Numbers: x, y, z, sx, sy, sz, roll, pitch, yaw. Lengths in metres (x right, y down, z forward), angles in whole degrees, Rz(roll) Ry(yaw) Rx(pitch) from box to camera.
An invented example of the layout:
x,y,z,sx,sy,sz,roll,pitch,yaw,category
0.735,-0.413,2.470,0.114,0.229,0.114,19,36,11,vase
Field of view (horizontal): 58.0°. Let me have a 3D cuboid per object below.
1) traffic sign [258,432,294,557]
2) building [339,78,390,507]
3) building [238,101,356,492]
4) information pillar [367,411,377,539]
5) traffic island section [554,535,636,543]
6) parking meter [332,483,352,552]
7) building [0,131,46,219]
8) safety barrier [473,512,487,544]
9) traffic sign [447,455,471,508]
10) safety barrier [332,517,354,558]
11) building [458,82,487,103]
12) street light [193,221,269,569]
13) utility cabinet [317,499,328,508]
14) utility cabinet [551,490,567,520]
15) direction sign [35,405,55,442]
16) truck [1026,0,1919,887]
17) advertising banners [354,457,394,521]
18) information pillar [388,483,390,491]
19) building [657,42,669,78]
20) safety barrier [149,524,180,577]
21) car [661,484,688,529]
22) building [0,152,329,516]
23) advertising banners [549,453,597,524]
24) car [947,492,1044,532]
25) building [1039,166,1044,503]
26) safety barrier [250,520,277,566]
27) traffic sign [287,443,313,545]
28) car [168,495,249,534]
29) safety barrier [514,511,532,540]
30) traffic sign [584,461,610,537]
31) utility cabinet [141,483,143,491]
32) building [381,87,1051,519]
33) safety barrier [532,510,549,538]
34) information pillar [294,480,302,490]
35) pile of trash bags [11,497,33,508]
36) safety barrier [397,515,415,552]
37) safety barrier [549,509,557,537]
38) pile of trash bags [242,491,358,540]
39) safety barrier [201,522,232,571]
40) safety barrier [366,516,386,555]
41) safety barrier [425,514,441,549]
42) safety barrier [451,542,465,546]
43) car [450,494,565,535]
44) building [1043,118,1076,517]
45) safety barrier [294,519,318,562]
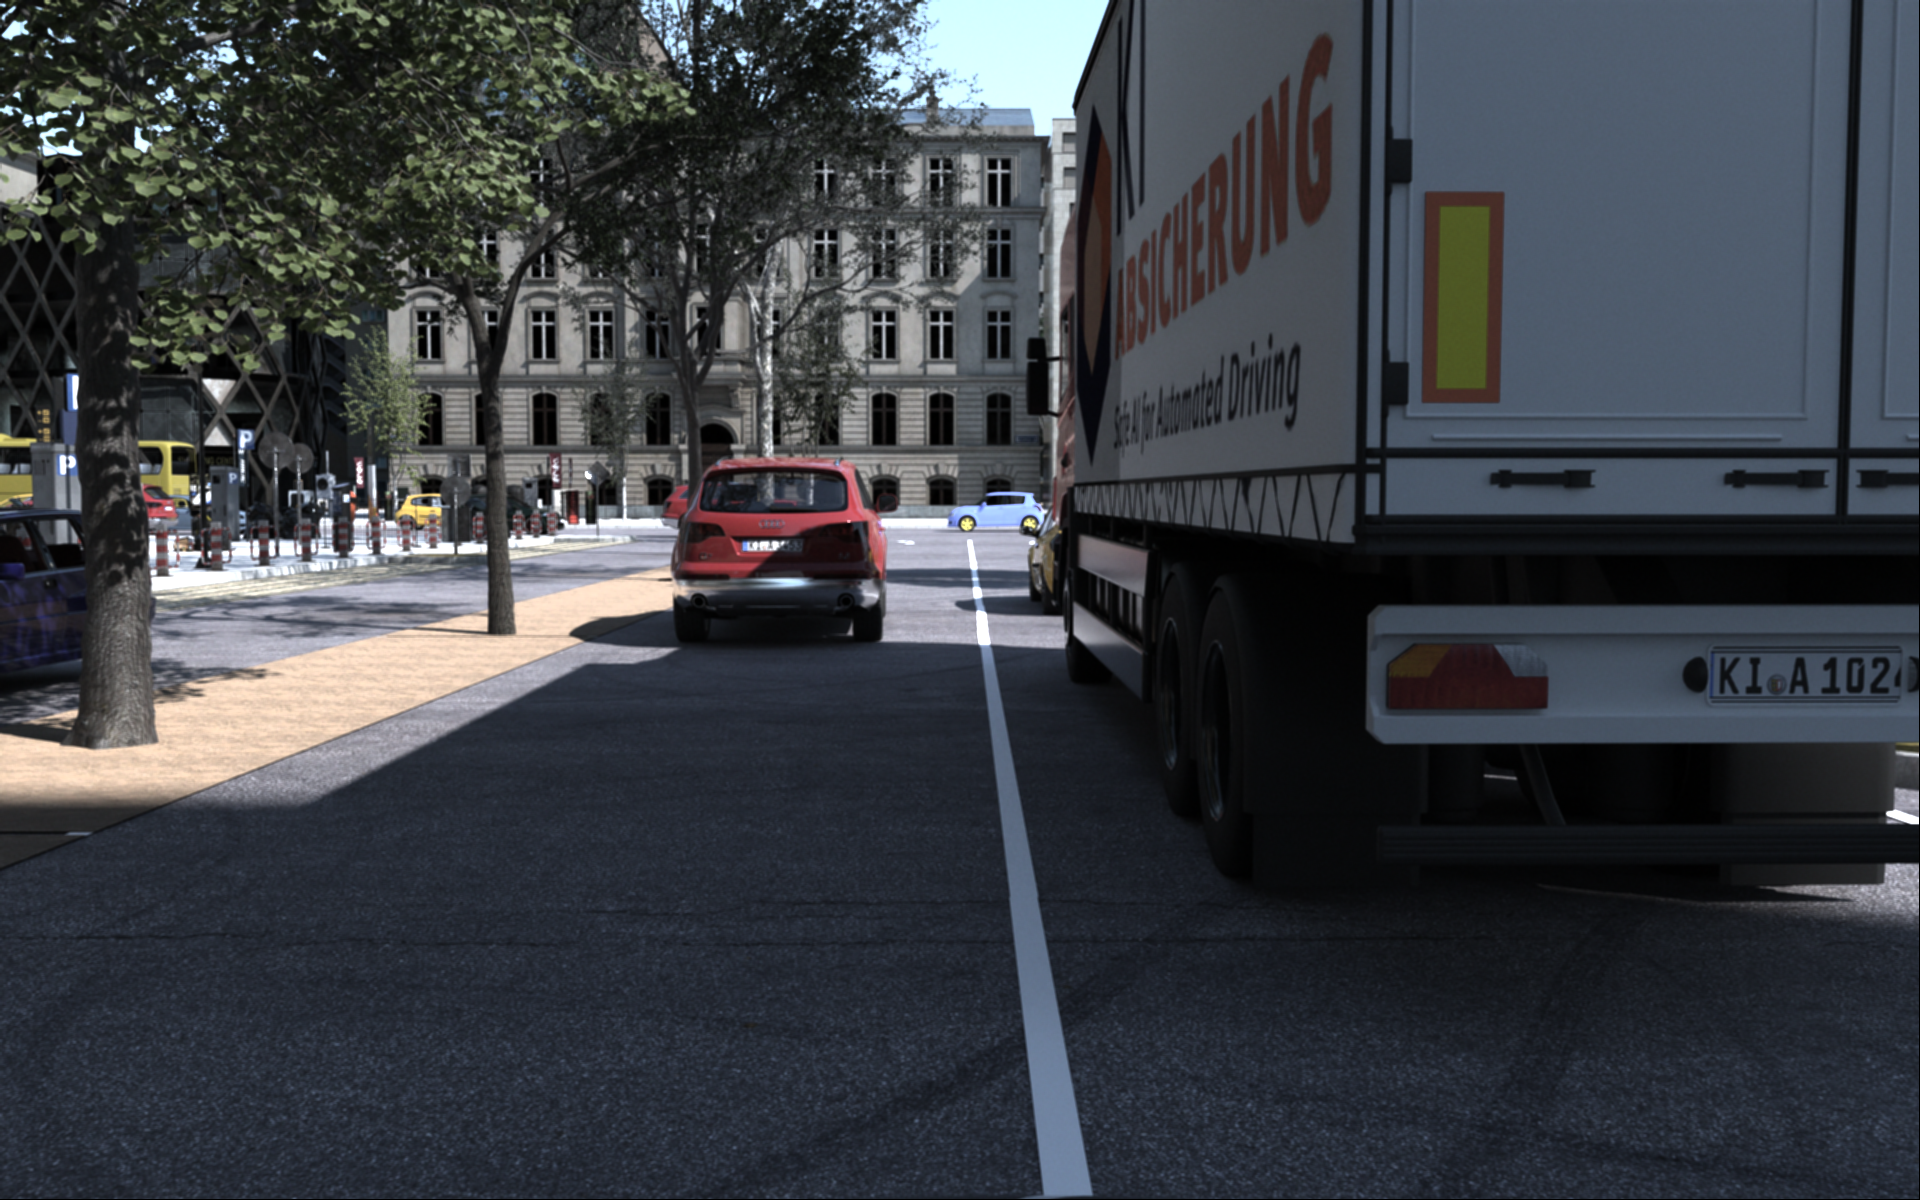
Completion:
x,y,z,sx,sy,sz,roll,pitch,yaw,category
-13.973,-2.157,35.380,0.768,2.556,0.104,0,4,7,traffic sign
-52.491,-34.470,187.283,21.600,48.544,21.300,0,3,0,building
-70.694,-32.998,189.622,14.200,45.320,14.600,0,3,0,building
-16.746,-3.545,49.314,0.183,3.616,0.504,-3,4,-36,information pillar
-10.940,-1.832,52.231,2.009,0.180,2.903,0,3,0,traffic island section
-13.614,-1.819,38.147,0.372,1.533,0.369,0,3,0,parking meter
-67.574,-15.983,94.606,30.059,22.955,16.112,0,3,0,building
-12.332,-1.847,44.477,0.300,0.817,1.120,0,3,0,safety barrier
-12.962,-2.613,44.848,0.606,2.300,0.079,0,4,2,traffic sign
-12.345,-1.248,34.673,0.300,0.817,1.120,0,3,0,safety barrier
-34.705,-30.508,148.912,14.600,45.320,14.200,0,3,0,building
-12.447,-3.490,29.608,1.470,5.913,1.316,0,3,0,street light
-46.785,-7.073,126.800,1.020,1.237,0.306,-2,4,-30,utility cabinet
-19.542,-4.696,85.453,1.173,1.500,0.318,-3,5,-42,utility cabinet
-23.114,-3.200,44.323,0.876,3.537,0.379,-3,5,-39,direction sign
2.051,-1.276,9.780,2.839,4.237,11.283,0,4,-1,truck
-27.769,-5.256,82.121,0.090,3.025,2.074,3,5,42,advertising banners
-39.089,-6.998,118.907,0.304,2.012,0.304,-1,4,-17,information pillar
-34.773,-31.375,163.086,14.600,45.320,14.200,0,3,0,building
-12.355,-0.767,26.819,0.300,0.817,1.120,0,3,0,safety barrier
-7.238,-2.983,57.449,5.304,1.827,2.281,0,4,0,car
-44.138,-13.911,94.904,16.811,18.784,16.820,0,3,0,building
-16.313,-4.706,73.132,2.074,3.025,0.090,0,4,4,advertising banners
1.346,-3.465,66.241,3.694,1.707,1.945,0,4,-2,car
3.868,-41.050,260.406,27.495,52.752,28.713,0,3,0,building
-12.355,-1.007,30.742,0.300,0.817,1.120,0,3,0,safety barrier
-16.502,-2.638,43.237,0.768,2.556,0.104,1,4,9,traffic sign
-27.538,-3.048,61.836,4.499,1.417,2.014,0,4,0,car
-12.327,-2.087,48.400,0.300,0.817,1.120,0,3,0,safety barrier
-10.917,-2.968,52.169,0.795,2.450,0.064,0,3,0,traffic sign
-16.691,-1.597,34.795,0.318,1.500,1.173,-1,4,-15,utility cabinet
-12.724,-16.838,94.380,34.723,24.649,14.460,0,3,0,building
-12.323,-2.207,50.360,0.300,0.817,1.120,0,3,0,safety barrier
-34.751,-5.290,90.990,0.304,2.012,0.304,3,4,38,information pillar
-20.133,-1.624,36.301,1.912,1.369,3.447,1,4,18,pile of trash bags
-12.338,-1.487,38.594,0.300,0.817,1.120,0,3,0,safety barrier
-12.320,-2.327,52.317,0.300,0.817,1.120,0,3,0,safety barrier
-18.789,-2.435,49.562,3.447,1.369,1.912,1,4,14,pile of trash bags
-12.356,-0.887,28.785,0.300,0.817,1.120,0,3,0,safety barrier
-12.344,-1.367,36.630,0.300,0.817,1.120,0,3,0,safety barrier
-12.338,-1.607,40.556,0.300,0.817,1.120,0,3,0,safety barrier
-12.330,-1.728,42.520,0.300,0.817,1.120,0,3,0,safety barrier
-16.108,-3.138,61.093,4.222,1.686,2.009,0,4,-1,car
13.063,-14.484,91.560,16.860,20.320,10.420,0,3,0,building
-12.347,-1.128,32.712,0.300,0.817,1.120,0,3,0,safety barrier
